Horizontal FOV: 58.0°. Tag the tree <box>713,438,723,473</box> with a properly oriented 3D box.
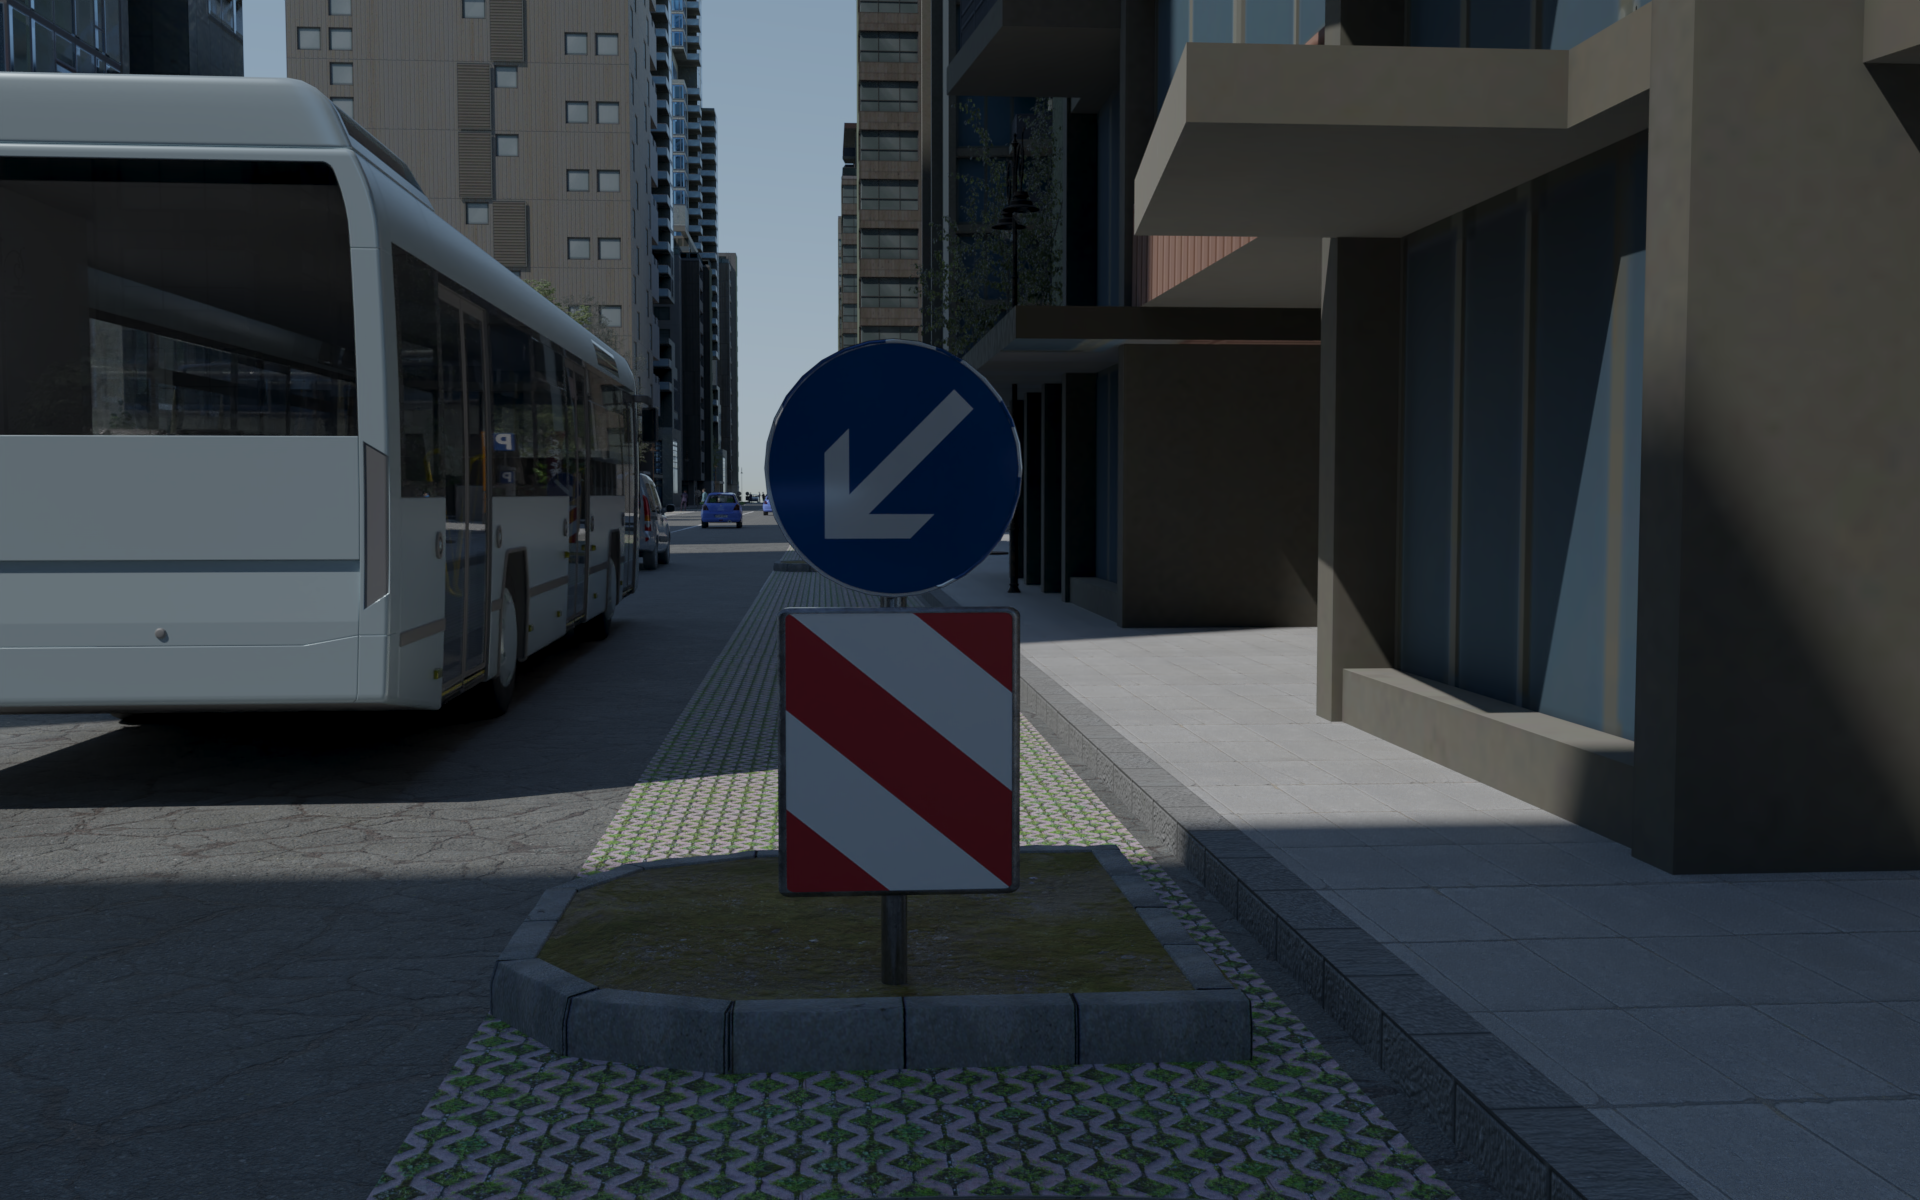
[{"bbox_3d":[-31.513,-16.256,216.152,4.737,8.622,4.395,0,3,0],"label":"tree"}]

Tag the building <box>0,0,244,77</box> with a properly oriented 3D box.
[{"bbox_3d":[-33.342,-44.801,45.166,31.000,86.520,22.319,0,4,-5],"label":"building"}]

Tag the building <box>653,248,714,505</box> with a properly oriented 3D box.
[{"bbox_3d":[-36.642,-26.454,204.216,14.160,30.474,14.107,0,4,-5],"label":"building"}]

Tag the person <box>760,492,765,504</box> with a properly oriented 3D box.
[{"bbox_3d":[-29.615,-15.311,259.366,0.750,1.759,0.617,-2,4,-32],"label":"person"}]

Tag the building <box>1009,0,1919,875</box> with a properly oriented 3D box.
[{"bbox_3d":[11.332,-21.950,13.501,22.147,44.769,28.867,0,4,-5],"label":"building"}]

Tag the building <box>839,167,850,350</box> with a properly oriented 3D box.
[{"bbox_3d":[-3.673,-23.519,156.239,14.160,30.474,14.107,0,4,-5],"label":"building"}]

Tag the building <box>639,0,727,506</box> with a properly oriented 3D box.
[{"bbox_3d":[-46.356,-57.976,260.585,22.319,86.520,31.000,0,4,-5],"label":"building"}]

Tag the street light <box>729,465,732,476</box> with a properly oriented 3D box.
[{"bbox_3d":[-34.418,-17.574,260.129,0.468,5.910,1.993,0,4,-5],"label":"street light"}]

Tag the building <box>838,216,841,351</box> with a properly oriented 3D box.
[{"bbox_3d":[-11.010,-35.045,256.571,14.154,41.232,14.086,0,4,-5],"label":"building"}]

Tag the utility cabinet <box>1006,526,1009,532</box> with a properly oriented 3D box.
[{"bbox_3d":[1.528,-3.008,57.857,1.173,1.500,0.318,1,4,20],"label":"utility cabinet"}]

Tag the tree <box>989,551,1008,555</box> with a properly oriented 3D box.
[{"bbox_3d":[0.647,-2.586,36.879,1.663,3.219,1.824,0,3,0],"label":"tree"}]

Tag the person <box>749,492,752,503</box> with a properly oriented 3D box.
[{"bbox_3d":[-32.389,-15.824,268.146,0.541,1.710,0.530,0,4,-2],"label":"person"}]

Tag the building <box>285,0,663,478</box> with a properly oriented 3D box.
[{"bbox_3d":[-40.931,-34.379,151.331,28.713,52.752,27.495,0,4,-5],"label":"building"}]

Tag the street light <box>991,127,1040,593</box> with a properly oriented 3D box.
[{"bbox_3d":[0.705,-3.032,22.357,0.468,5.910,1.993,0,4,-5],"label":"street light"}]

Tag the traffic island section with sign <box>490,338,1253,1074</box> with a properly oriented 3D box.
[{"bbox_3d":[-0.331,0.209,5.213,1.989,1.847,2.006,0,4,-5],"label":"traffic island section with sign"}]

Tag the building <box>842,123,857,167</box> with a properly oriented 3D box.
[{"bbox_3d":[-2.694,-33.525,202.754,22.147,44.769,28.867,0,4,-5],"label":"building"}]

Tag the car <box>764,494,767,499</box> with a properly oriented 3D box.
[{"bbox_3d":[-29.018,-15.632,264.627,2.155,1.783,4.494,0,4,-5],"label":"car"}]

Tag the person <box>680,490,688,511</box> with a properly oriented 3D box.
[{"bbox_3d":[-23.016,-8.281,144.343,0.683,1.767,0.568,-1,4,-14],"label":"person"}]

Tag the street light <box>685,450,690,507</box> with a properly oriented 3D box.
[{"bbox_3d":[-27.860,-12.479,176.820,0.468,5.910,1.993,0,4,-5],"label":"street light"}]

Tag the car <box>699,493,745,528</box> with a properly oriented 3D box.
[{"bbox_3d":[-10.125,-3.922,73.723,1.945,1.707,3.694,0,4,-6],"label":"car"}]

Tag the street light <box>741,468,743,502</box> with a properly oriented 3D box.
[{"bbox_3d":[-37.235,-19.746,295.626,0.468,5.910,1.993,0,4,-5],"label":"street light"}]

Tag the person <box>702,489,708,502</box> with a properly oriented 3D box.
[{"bbox_3d":[-18.566,-7.207,126.352,0.620,1.820,0.660,1,4,16],"label":"person"}]

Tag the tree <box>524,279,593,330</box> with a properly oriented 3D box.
[{"bbox_3d":[-22.456,-10.645,92.165,7.486,12.596,7.792,0,3,0],"label":"tree"}]

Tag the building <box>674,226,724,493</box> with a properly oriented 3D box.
[{"bbox_3d":[-48.509,-33.149,233.863,32.217,40.220,23.993,0,4,-5],"label":"building"}]

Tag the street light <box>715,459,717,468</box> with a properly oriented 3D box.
[{"bbox_3d":[-31.695,-15.416,224.838,0.468,5.910,1.993,0,4,-5],"label":"street light"}]

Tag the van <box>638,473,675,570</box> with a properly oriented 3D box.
[{"bbox_3d":[-6.681,-1.660,34.145,2.013,2.044,4.112,0,4,-4],"label":"van"}]

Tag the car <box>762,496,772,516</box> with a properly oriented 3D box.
[{"bbox_3d":[-12.386,-6.564,116.907,1.945,1.707,3.694,0,4,-4],"label":"car"}]

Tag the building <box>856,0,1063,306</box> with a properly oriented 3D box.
[{"bbox_3d":[1.206,-19.919,97.381,14.160,30.474,14.107,0,4,-5],"label":"building"}]

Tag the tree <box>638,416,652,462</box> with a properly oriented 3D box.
[{"bbox_3d":[-24.295,-10.678,124.948,4.360,8.622,3.978,0,3,0],"label":"tree"}]

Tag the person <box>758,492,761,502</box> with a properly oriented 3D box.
[{"bbox_3d":[-34.476,-17.637,296.731,0.599,1.838,0.709,1,4,10],"label":"person"}]

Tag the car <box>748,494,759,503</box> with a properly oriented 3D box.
[{"bbox_3d":[-34.616,-17.029,290.428,2.014,1.417,4.499,0,4,-5],"label":"car"}]

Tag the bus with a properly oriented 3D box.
[{"bbox_3d":[-4.437,-1.183,14.199,2.948,3.499,13.247,0,4,-5],"label":"bus"}]

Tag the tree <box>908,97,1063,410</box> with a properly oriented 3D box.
[{"bbox_3d":[0.961,-4.970,31.620,4.360,8.622,3.978,0,3,0],"label":"tree"}]

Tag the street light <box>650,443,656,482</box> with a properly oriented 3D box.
[{"bbox_3d":[-24.990,-10.304,141.264,0.468,5.910,1.993,0,4,-5],"label":"street light"}]

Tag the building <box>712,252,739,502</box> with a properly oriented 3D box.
[{"bbox_3d":[-43.854,-36.772,284.819,14.154,41.232,14.086,0,4,-5],"label":"building"}]

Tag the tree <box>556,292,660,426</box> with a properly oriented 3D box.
[{"bbox_3d":[-23.284,-11.869,104.435,12.009,13.543,11.850,0,3,0],"label":"tree"}]
